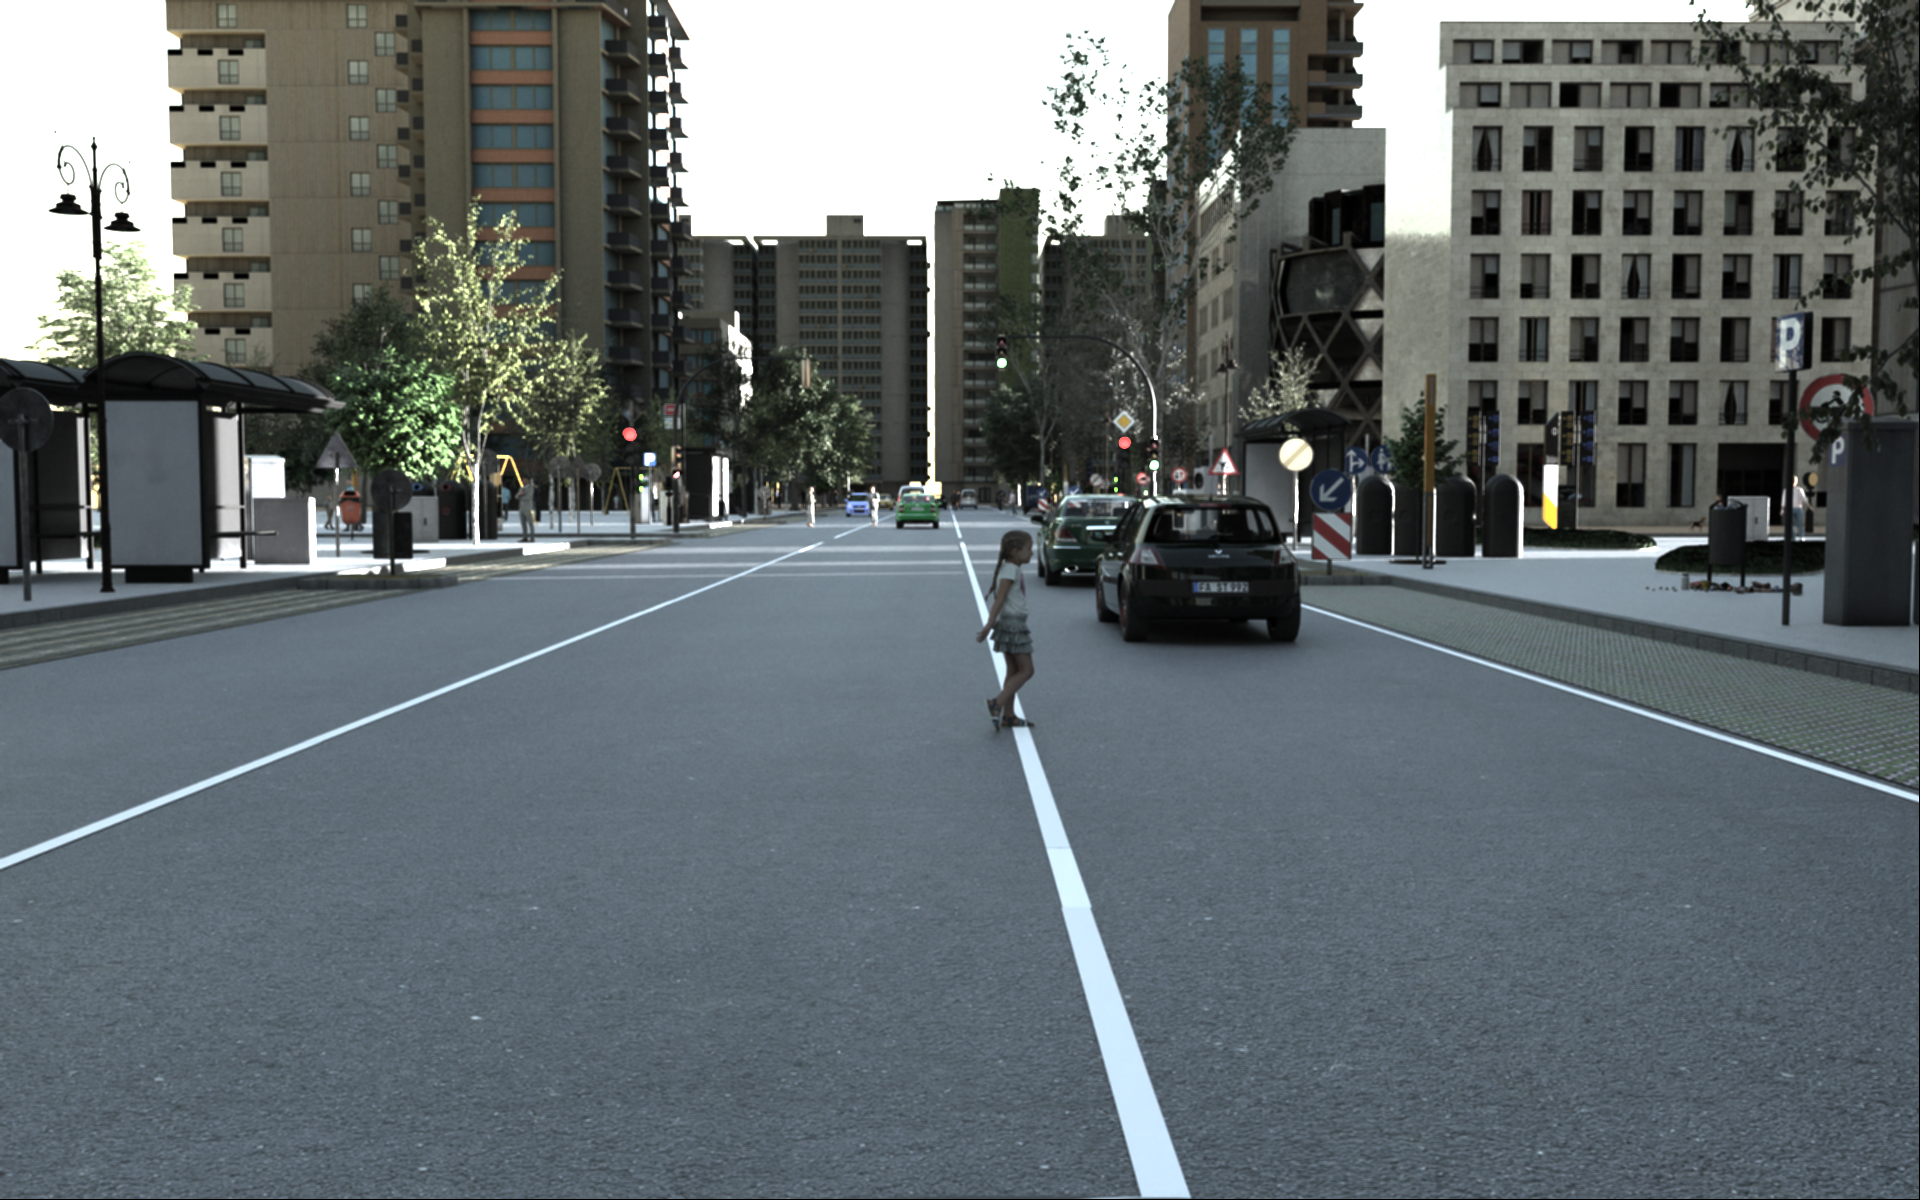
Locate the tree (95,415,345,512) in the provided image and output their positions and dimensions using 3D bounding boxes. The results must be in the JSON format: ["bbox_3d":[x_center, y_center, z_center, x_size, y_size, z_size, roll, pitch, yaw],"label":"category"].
[{"bbox_3d":[-49.720,-9.558,119.179,11.467,7.101,20.602,-1,4,-8],"label":"tree"}]

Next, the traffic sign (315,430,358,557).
[{"bbox_3d":[-12.735,-2.164,35.384,0.884,2.594,0.081,0,4,0],"label":"traffic sign"}]

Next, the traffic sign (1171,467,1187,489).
[{"bbox_3d":[10.265,-4.961,81.223,0.768,2.556,0.104,0,4,0],"label":"traffic sign"}]

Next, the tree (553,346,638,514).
[{"bbox_3d":[-22.702,-10.694,109.251,7.601,10.594,8.767,0,4,1],"label":"tree"}]

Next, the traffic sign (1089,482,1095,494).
[{"bbox_3d":[8.650,-6.830,111.783,0.768,2.556,0.104,0,4,8],"label":"traffic sign"}]

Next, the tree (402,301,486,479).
[{"bbox_3d":[-35.666,-12.654,113.554,9.857,13.997,8.962,0,3,0],"label":"tree"}]

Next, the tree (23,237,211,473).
[{"bbox_3d":[-36.955,-9.688,76.527,7.486,12.596,7.792,0,3,0],"label":"tree"}]

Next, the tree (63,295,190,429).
[{"bbox_3d":[-29.888,-6.875,62.762,4.737,8.622,4.395,0,3,0],"label":"tree"}]

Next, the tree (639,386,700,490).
[{"bbox_3d":[-19.029,-10.237,117.731,4.737,8.622,4.395,0,3,0],"label":"tree"}]

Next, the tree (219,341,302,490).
[{"bbox_3d":[-34.263,-8.153,83.667,4.360,8.622,3.978,0,3,0],"label":"tree"}]

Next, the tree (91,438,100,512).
[{"bbox_3d":[-65.975,-9.538,118.850,11.467,7.101,20.602,0,4,4],"label":"tree"}]

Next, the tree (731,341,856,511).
[{"bbox_3d":[-12.516,-12.995,129.484,9.611,12.733,9.660,0,3,0],"label":"tree"}]

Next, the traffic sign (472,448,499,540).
[{"bbox_3d":[-13.258,-2.952,48.368,0.768,2.556,0.104,0,4,1],"label":"traffic sign"}]

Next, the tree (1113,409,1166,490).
[{"bbox_3d":[13.406,-10.780,126.615,4.737,8.622,4.395,0,3,0],"label":"tree"}]

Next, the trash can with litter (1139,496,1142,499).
[{"bbox_3d":[8.572,-4.018,76.748,2.233,1.210,1.678,-2,4,-24],"label":"trash can with litter"}]

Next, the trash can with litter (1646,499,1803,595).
[{"bbox_3d":[10.318,-0.710,22.668,1.678,1.210,2.233,-2,4,-31],"label":"trash can with litter"}]

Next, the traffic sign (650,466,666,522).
[{"bbox_3d":[-13.836,-4.867,79.571,0.884,2.594,0.081,0,4,7],"label":"traffic sign"}]

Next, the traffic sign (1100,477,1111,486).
[{"bbox_3d":[10.196,-7.382,120.700,0.884,2.594,0.081,0,4,8],"label":"traffic sign"}]

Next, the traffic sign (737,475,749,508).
[{"bbox_3d":[-13.426,-6.537,106.980,0.768,2.556,0.104,0,4,3],"label":"traffic sign"}]

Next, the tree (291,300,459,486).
[{"bbox_3d":[-33.946,-11.264,101.174,9.611,12.733,9.660,0,3,0],"label":"tree"}]

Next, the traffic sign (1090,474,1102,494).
[{"bbox_3d":[8.407,-6.556,107.290,0.768,2.556,0.104,0,4,0],"label":"traffic sign"}]

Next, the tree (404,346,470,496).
[{"bbox_3d":[-25.782,-8.203,84.486,4.360,8.622,3.978,0,3,0],"label":"tree"}]

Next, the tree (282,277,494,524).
[{"bbox_3d":[-25.354,-8.546,74.138,7.601,10.594,8.767,0,4,4],"label":"tree"}]

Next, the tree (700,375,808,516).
[{"bbox_3d":[-12.314,-9.359,103.377,4.737,8.622,4.395,0,3,0],"label":"tree"}]

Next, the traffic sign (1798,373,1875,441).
[{"bbox_3d":[9.244,-1.117,18.361,0.768,2.556,0.104,0,4,7],"label":"traffic sign"}]

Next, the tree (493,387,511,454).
[{"bbox_3d":[-37.008,-11.856,128.262,8.767,10.594,7.601,2,4,24],"label":"tree"}]

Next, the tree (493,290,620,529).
[{"bbox_3d":[-14.730,-6.898,63.148,4.360,8.622,3.978,0,3,0],"label":"tree"}]

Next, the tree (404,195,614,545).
[{"bbox_3d":[-12.114,-5.711,43.736,4.737,8.622,4.395,0,3,0],"label":"tree"}]

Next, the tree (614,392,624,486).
[{"bbox_3d":[-17.429,-7.696,76.193,4.737,8.622,4.395,0,3,0],"label":"tree"}]

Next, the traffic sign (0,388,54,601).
[{"bbox_3d":[-11.224,-1.264,20.771,0.768,2.556,0.104,1,4,8],"label":"traffic sign"}]

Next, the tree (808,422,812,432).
[{"bbox_3d":[-12.255,-10.370,119.907,4.737,8.622,4.395,0,3,0],"label":"tree"}]

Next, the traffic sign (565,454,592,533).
[{"bbox_3d":[-12.469,-3.460,56.571,0.884,2.594,0.081,0,4,3],"label":"traffic sign"}]

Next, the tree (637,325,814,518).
[{"bbox_3d":[-11.629,-9.809,94.790,8.767,10.594,7.601,2,4,23],"label":"tree"}]

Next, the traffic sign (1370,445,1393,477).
[{"bbox_3d":[10.933,-2.724,44.649,0.768,2.556,0.104,0,4,0],"label":"traffic sign"}]

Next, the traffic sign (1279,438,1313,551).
[{"bbox_3d":[7.591,-2.391,39.206,0.768,2.556,0.104,0,4,7],"label":"traffic sign"}]

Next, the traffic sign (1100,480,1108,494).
[{"bbox_3d":[10.369,-7.479,124.417,0.606,2.300,0.079,0,4,4],"label":"traffic sign"}]

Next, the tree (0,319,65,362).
[{"bbox_3d":[-38.835,-7.204,68.140,4.737,8.622,4.395,0,3,0],"label":"tree"}]

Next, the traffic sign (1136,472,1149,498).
[{"bbox_3d":[10.781,-6.243,102.185,0.768,2.556,0.104,0,4,6],"label":"traffic sign"}]

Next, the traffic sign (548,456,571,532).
[{"bbox_3d":[-13.384,-3.535,57.900,0.768,2.556,0.104,0,4,4],"label":"traffic sign"}]

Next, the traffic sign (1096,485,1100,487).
[{"bbox_3d":[9.897,-7.712,126.200,0.768,2.556,0.104,1,4,9],"label":"traffic sign"}]

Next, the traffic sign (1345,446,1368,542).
[{"bbox_3d":[10.477,-2.818,46.179,0.768,2.556,0.104,0,4,4],"label":"traffic sign"}]

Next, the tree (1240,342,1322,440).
[{"bbox_3d":[15.857,-8.213,84.645,4.360,8.622,3.978,0,3,0],"label":"tree"}]

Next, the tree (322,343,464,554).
[{"bbox_3d":[-12.363,-3.315,37.913,4.285,4.588,4.351,0,3,0],"label":"tree"}]

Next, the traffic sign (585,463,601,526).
[{"bbox_3d":[-15.023,-4.312,70.601,0.768,2.556,0.104,0,4,7],"label":"traffic sign"}]

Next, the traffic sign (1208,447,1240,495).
[{"bbox_3d":[7.307,-2.937,48.018,0.884,2.594,0.081,0,4,2],"label":"traffic sign"}]

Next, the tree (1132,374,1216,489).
[{"bbox_3d":[13.508,-9.594,107.225,4.360,8.622,3.978,0,3,0],"label":"tree"}]
